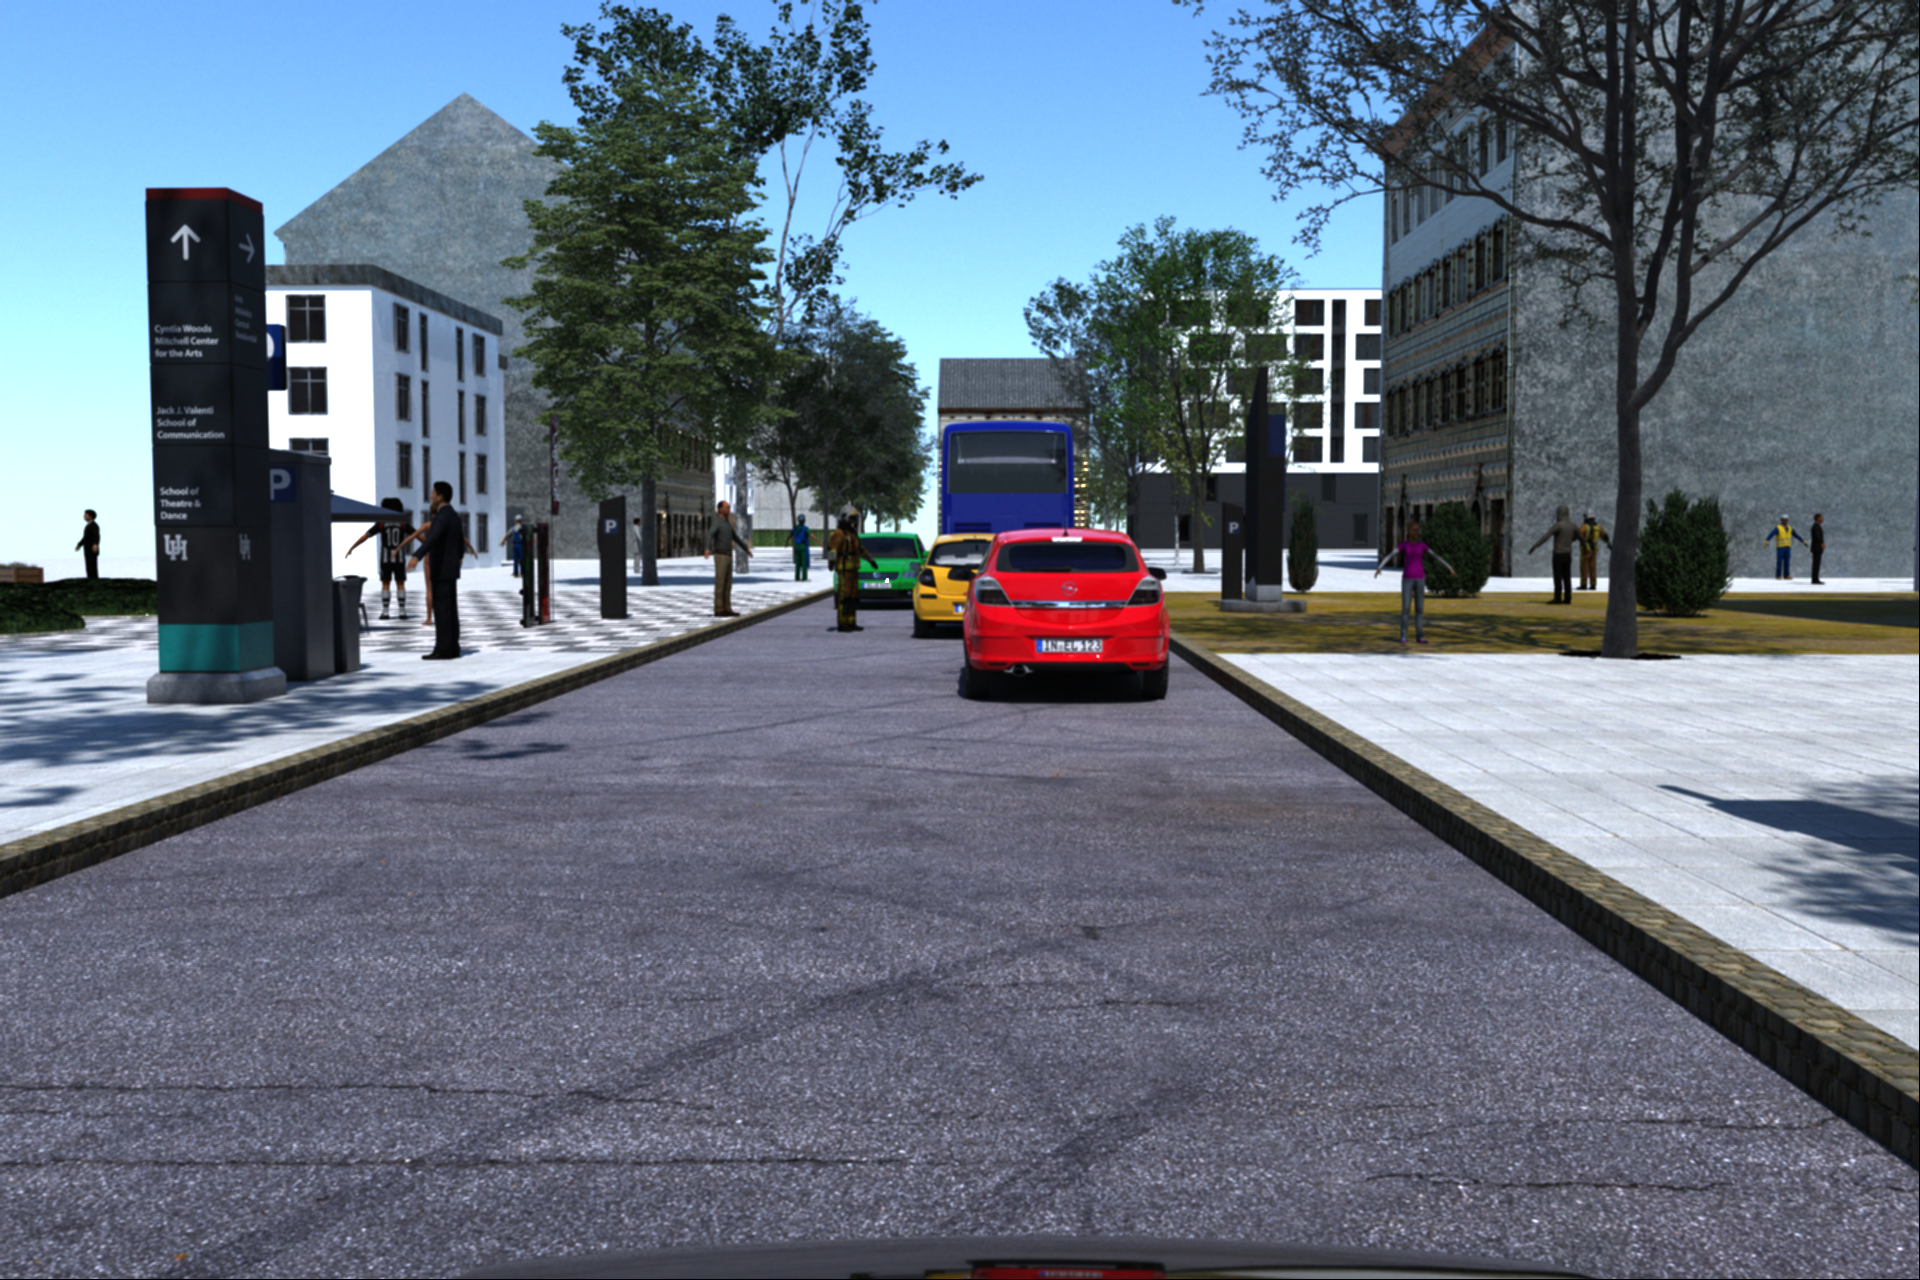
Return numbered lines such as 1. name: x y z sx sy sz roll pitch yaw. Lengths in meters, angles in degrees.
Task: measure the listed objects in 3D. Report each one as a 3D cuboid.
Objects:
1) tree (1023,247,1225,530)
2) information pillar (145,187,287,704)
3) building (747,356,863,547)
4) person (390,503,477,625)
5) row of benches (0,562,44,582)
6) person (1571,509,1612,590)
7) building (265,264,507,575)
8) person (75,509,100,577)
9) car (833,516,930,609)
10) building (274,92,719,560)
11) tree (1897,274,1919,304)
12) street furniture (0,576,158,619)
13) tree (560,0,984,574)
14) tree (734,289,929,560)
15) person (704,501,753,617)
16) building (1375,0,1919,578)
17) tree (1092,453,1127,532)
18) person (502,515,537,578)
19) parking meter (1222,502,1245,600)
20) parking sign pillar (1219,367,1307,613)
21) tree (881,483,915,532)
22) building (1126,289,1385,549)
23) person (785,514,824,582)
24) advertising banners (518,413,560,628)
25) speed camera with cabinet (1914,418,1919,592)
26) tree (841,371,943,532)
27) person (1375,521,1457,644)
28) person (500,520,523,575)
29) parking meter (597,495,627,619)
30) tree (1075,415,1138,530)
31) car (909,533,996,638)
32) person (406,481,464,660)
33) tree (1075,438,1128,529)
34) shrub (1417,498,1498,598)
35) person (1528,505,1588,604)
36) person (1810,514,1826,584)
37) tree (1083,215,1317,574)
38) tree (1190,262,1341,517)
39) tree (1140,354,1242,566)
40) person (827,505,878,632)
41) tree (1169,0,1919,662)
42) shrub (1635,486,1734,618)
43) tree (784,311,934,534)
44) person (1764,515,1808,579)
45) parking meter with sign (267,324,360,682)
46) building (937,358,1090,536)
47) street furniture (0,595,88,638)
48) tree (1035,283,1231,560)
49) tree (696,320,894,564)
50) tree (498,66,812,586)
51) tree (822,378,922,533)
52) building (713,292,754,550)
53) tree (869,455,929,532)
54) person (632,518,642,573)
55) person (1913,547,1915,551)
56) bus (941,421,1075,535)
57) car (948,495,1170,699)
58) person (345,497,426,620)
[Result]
1. tree: 11.014 -15.756 113.492 12.611 20.169 13.585 0 3 0
2. information pillar: -5.758 -1.465 13.334 0.750 3.857 0.750 0 4 2
3. building: -20.234 -19.658 187.868 16.747 18.905 31.486 0 4 2
4. person: -7.402 -1.078 24.422 1.217 1.733 0.721 -2 4 -31
5. row of benches: -22.001 -1.441 39.017 4.104 0.672 1.422 3 4 36
6. person: 14.384 -2.073 39.670 1.354 1.858 0.705 -1 4 -16
7. building: -22.491 -7.709 68.187 9.099 9.664 28.070 0 4 1
8. person: -18.628 -1.889 37.071 0.705 1.806 1.347 -3 5 -42
9. car: -1.482 -1.577 34.578 1.959 1.807 4.718 0 4 2
10. building: -24.351 -16.193 95.683 19.493 23.208 18.063 0 4 2
11. tree: 19.052 -4.973 31.673 4.360 8.622 3.978 0 3 0
12. street furniture: -15.714 -0.901 30.364 10.072 0.657 5.734 2 4 35
13. tree: -5.712 -12.163 54.756 12.611 20.169 13.585 0 3 0
14. tree: -6.601 -10.755 86.212 12.009 13.543 11.850 0 3 0
15. person: -3.646 -1.261 26.885 0.705 1.796 1.348 2 4 23
16. building: 25.582 -13.934 58.758 19.493 23.208 18.063 0 4 2
17. tree: 19.869 -18.077 213.686 7.486 12.596 7.792 0 3 0
18. person: -12.972 -2.763 51.031 1.347 1.847 0.705 1 4 21
19. parking meter: 5.007 -1.591 31.720 0.399 1.863 0.255 0 4 2
20. parking sign pillar: 5.026 -2.456 28.629 1.447 3.967 1.447 0 4 0
21. tree: -7.536 -15.851 209.532 4.737 8.622 4.395 0 3 0
22. building: 29.244 -19.372 160.704 27.936 21.610 32.646 0 4 1
23. person: -4.236 -2.476 46.602 1.347 1.817 0.704 2 4 35
24. advertising banners: -5.913 -1.732 24.513 0.090 3.025 2.074 0 4 2
25. speed camera with cabinet: 3.998 -0.698 5.752 0.660 3.252 2.038 0 4 1
26. tree: -5.853 -13.160 125.534 12.009 13.543 11.850 0 3 0
27. person: 5.319 -0.672 20.251 0.991 1.433 0.599 0 4 -6
28. person: -13.776 -2.900 53.872 0.721 1.772 1.216 3 5 39
29. parking meter: -5.267 -1.254 26.215 0.399 1.863 0.255 0 4 0
30. tree: 9.238 -9.432 104.579 4.360 8.622 3.978 0 3 0
31. car: 0.236 -0.918 25.238 2.015 1.641 3.980 0 4 1
32. person: -5.326 -0.718 17.788 0.704 1.823 1.345 0 4 4
33. tree: 9.838 -10.707 125.425 4.737 8.622 4.395 0 3 0
34. shrub: 9.900 -1.855 34.749 1.690 2.028 1.600 0 3 0
35. person: 10.980 -1.560 31.640 1.348 1.813 0.705 -2 4 -23
36. person: 21.990 -2.333 44.364 0.704 1.802 1.346 1 4 22
37. tree: 7.739 -7.961 55.925 9.928 11.665 9.643 0 3 0
38. tree: 8.360 -5.924 47.217 4.360 8.622 3.978 0 3 0
39. tree: 8.884 -7.280 69.385 4.737 8.622 4.395 0 3 0
40. person: -1.622 -1.052 25.430 0.705 1.858 1.354 2 4 26
41. tree: 6.968 -6.551 17.476 12.009 13.543 11.850 0 3 0
42. shrub: 11.108 -1.369 26.804 1.690 2.028 1.600 0 3 0
43. tree: -6.182 -11.892 101.090 9.857 13.997 8.962 0 3 0
44. person: 23.300 -2.629 48.951 1.349 1.833 0.705 -1 4 -9
45. parking meter with sign: -5.853 -1.165 15.304 0.543 3.016 1.738 0 4 2
46. building: 6.539 -23.328 214.805 18.063 23.208 19.493 0 4 1
47. street furniture: -14.627 -0.218 19.194 5.734 0.657 10.072 1 4 14
48. tree: 8.637 -10.672 84.860 12.009 13.543 11.850 0 3 0
49. tree: -7.063 -8.566 74.472 8.767 10.594 7.601 -1 4 -8
50. tree: -7.457 -7.604 42.448 7.486 12.596 7.792 0 3 0
51. tree: -6.200 -11.380 111.815 9.928 11.665 9.643 0 3 0
52. building: -23.114 -17.134 136.566 16.016 20.090 11.380 0 4 1
53. tree: -7.579 -18.251 216.535 7.486 12.596 7.792 0 3 0
54. person: -10.518 -3.085 56.630 0.705 1.806 1.347 -1 4 -20
55. person: 21.662 -2.006 38.571 0.705 1.856 1.354 0 4 4
56. bus: 1.047 -2.883 38.681 2.896 3.916 12.251 0 4 1
57. car: 0.946 -0.461 16.579 2.155 1.783 4.494 0 4 1
58. person: -8.500 -1.211 25.949 1.345 1.843 0.704 -1 4 -22
